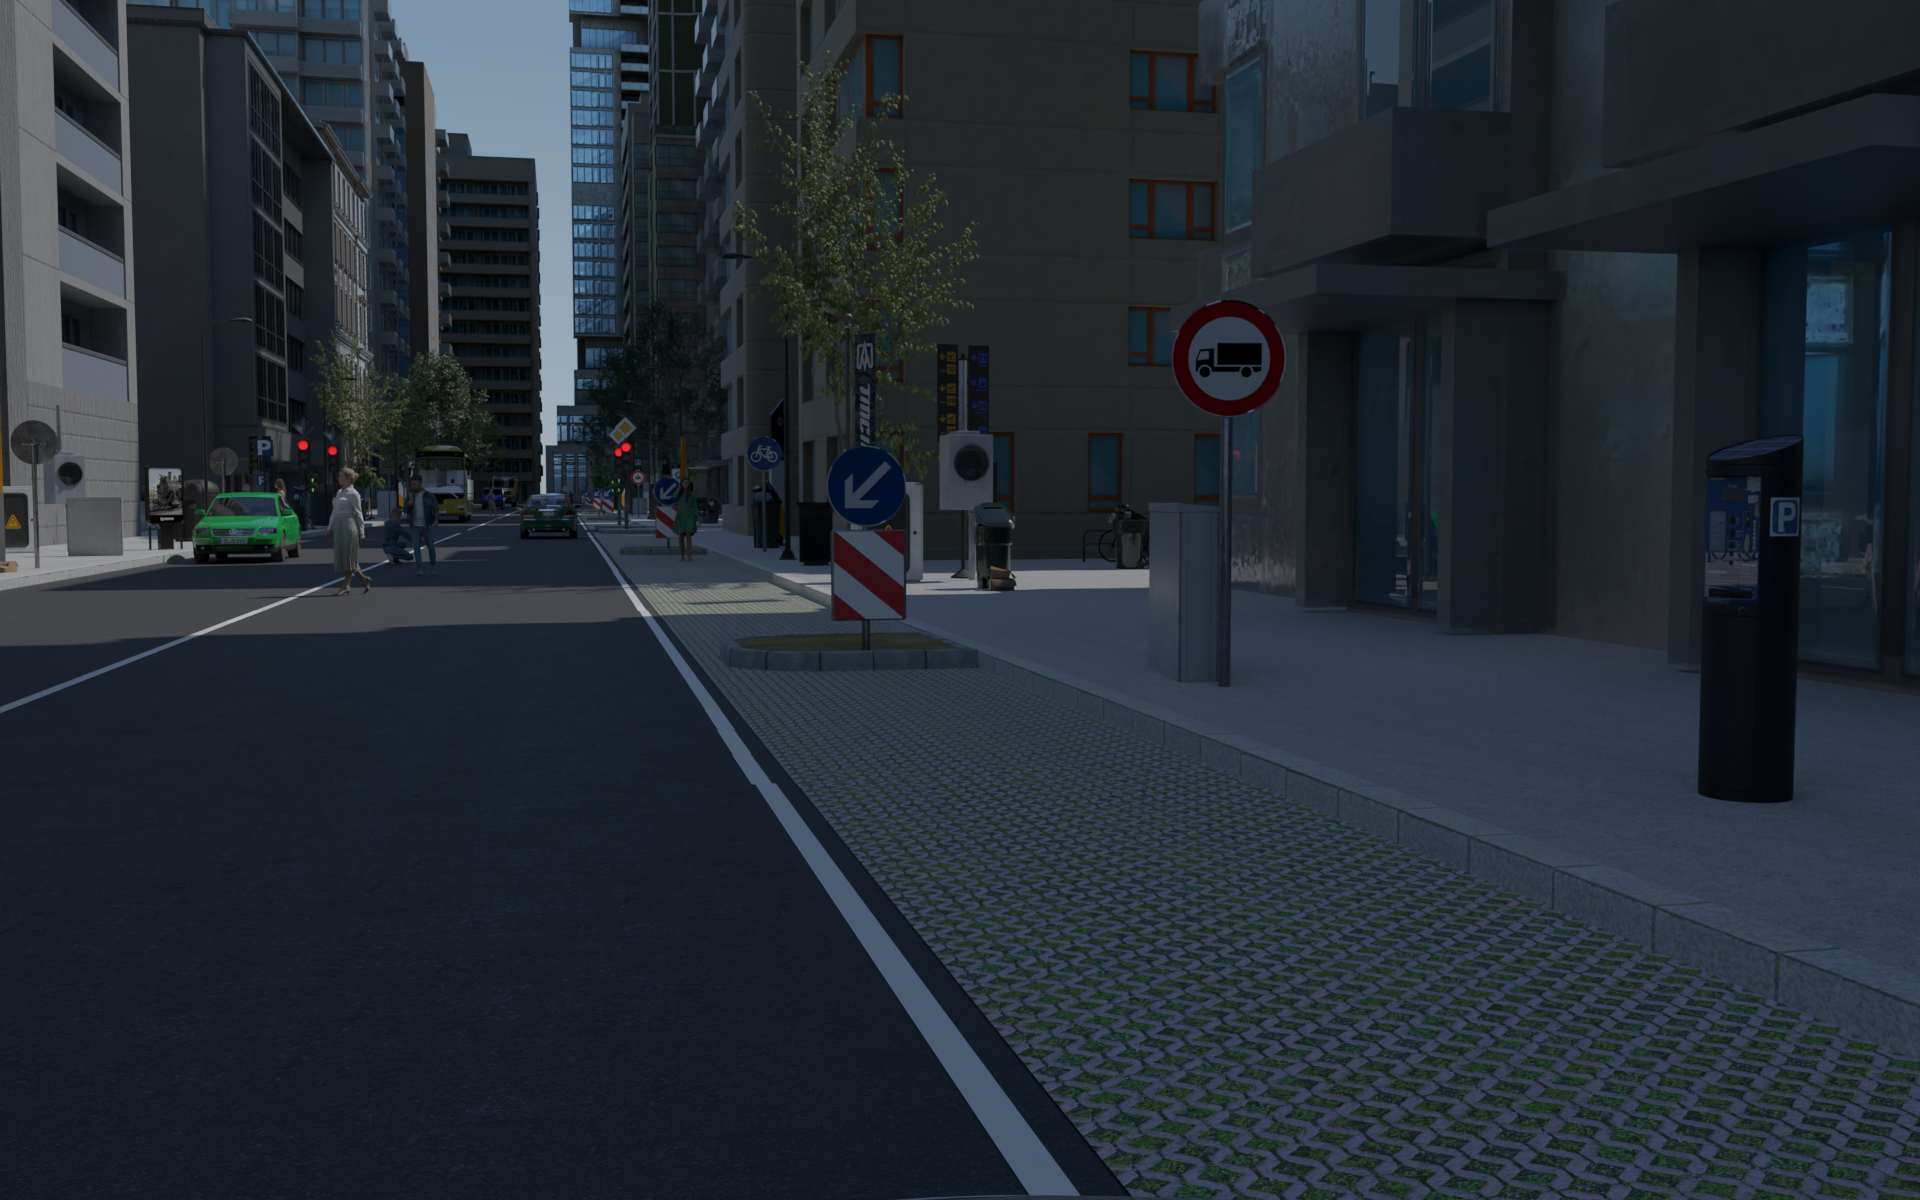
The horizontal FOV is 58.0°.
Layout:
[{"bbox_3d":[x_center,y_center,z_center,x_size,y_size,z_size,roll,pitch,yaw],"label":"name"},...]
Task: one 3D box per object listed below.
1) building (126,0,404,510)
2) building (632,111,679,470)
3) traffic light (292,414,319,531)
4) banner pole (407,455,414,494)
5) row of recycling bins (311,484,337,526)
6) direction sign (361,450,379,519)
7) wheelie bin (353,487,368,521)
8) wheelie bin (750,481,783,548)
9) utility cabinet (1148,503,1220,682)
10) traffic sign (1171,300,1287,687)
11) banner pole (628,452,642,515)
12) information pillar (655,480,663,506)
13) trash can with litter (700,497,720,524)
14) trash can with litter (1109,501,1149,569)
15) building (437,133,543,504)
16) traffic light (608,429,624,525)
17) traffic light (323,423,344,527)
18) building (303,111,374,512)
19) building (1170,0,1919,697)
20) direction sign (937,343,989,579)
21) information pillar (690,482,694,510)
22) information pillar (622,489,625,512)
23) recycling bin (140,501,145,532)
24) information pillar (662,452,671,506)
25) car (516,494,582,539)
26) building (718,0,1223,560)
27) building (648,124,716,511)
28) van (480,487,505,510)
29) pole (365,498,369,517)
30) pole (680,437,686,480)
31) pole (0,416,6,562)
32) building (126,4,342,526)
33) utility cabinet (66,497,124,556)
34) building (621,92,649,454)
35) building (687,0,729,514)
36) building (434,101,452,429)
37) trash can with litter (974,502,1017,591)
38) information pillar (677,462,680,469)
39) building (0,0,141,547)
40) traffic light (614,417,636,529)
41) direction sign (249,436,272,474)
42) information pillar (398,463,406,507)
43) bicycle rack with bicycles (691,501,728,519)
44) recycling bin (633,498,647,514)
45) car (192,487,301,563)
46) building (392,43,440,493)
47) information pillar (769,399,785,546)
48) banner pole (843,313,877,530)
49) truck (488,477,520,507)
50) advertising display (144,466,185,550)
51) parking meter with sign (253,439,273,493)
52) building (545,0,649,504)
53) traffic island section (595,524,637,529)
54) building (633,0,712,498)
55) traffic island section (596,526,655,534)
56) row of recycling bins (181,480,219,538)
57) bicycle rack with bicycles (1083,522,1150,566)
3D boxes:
[{"bbox_3d":[-60.788,-32.576,152.221,23.786,49.044,30.456,-1,4,-13],"label":"building"},{"bbox_3d":[-28.661,-30.955,189.703,14.154,41.232,14.086,-1,4,-13],"label":"building"},{"bbox_3d":[-22.920,-4.387,60.648,0.839,4.253,0.868,-1,4,-13],"label":"traffic light"},{"bbox_3d":[-35.614,-7.472,112.181,0.401,3.779,0.863,1,4,22],"label":"banner pole"},{"bbox_3d":[-25.995,-3.926,71.302,1.069,1.692,3.534,-1,4,-12],"label":"row of recycling bins"},{"bbox_3d":[-30.214,-5.920,88.789,0.876,3.537,0.379,0,3,0],"label":"direction sign"},{"bbox_3d":[-28.428,-4.515,81.723,0.980,1.594,0.693,-1,4,-15],"label":"wheelie bin"},{"bbox_3d":[-4.612,-2.032,41.137,0.693,1.594,0.980,-1,4,-20],"label":"wheelie bin"},{"bbox_3d":[1.586,-0.068,12.281,0.306,1.237,1.020,0,4,-6],"label":"utility cabinet"},{"bbox_3d":[1.763,-0.695,11.467,0.768,2.556,0.104,0,4,-4],"label":"traffic sign"},{"bbox_3d":[-19.412,-6.954,103.718,0.863,3.779,0.401,0,4,6],"label":"banner pole"},{"bbox_3d":[-15.595,-5.212,89.707,0.304,2.012,0.304,-2,4,-25],"label":"information pillar"},{"bbox_3d":[-10.844,-3.867,74.614,1.055,1.170,0.624,3,4,38],"label":"trash can with litter"},{"bbox_3d":[3.128,-1.127,29.822,1.055,1.170,0.624,-1,4,-13],"label":"trash can with litter"},{"bbox_3d":[-68.042,-37.397,235.144,21.600,48.544,21.300,-1,4,-13],"label":"building"},{"bbox_3d":[-13.982,-5.014,70.906,0.839,4.253,0.868,-1,4,-13],"label":"traffic light"},{"bbox_3d":[-24.710,-4.863,68.430,0.839,4.253,0.868,-1,4,-13],"label":"traffic light"},{"bbox_3d":[-44.882,-19.121,109.886,12.463,27.353,25.104,-1,4,-13],"label":"building"},{"bbox_3d":[15.698,-23.998,11.982,23.786,49.044,30.456,-1,4,-13],"label":"building"},{"bbox_3d":[0.047,-2.099,26.316,0.876,3.537,0.379,-2,4,-27],"label":"direction sign"},{"bbox_3d":[-16.299,-6.130,104.719,0.304,2.012,0.304,-3,5,-44],"label":"information pillar"},{"bbox_3d":[-23.930,-8.083,123.509,0.183,3.616,0.504,3,4,37],"label":"information pillar"},{"bbox_3d":[-28.169,-2.826,58.765,0.722,1.027,0.722,0,4,3],"label":"recycling bin"},{"bbox_3d":[-16.241,-6.391,95.840,0.504,3.616,0.183,1,4,17],"label":"information pillar"},{"bbox_3d":[-13.579,-2.777,57.208,2.131,1.459,4.920,-1,4,-13],"label":"car"},{"bbox_3d":[8.288,-12.518,49.709,27.650,21.520,28.899,-1,4,-13],"label":"building"},{"bbox_3d":[-17.689,-22.517,139.847,14.160,30.474,14.107,-1,4,-13],"label":"building"},{"bbox_3d":[-42.739,-9.431,158.576,2.240,2.365,5.245,-1,4,-13],"label":"van"},{"bbox_3d":[-33.749,-6.400,98.490,0.158,3.312,0.155,0,3,0],"label":"pole"},{"bbox_3d":[-9.833,-4.146,61.626,0.158,3.312,0.155,0,3,0],"label":"pole"},{"bbox_3d":[-16.854,-2.228,30.265,0.158,3.312,0.155,0,3,0],"label":"pole"},{"bbox_3d":[-39.120,-16.145,83.042,14.314,24.678,30.058,-1,4,-13],"label":"building"},{"bbox_3d":[-17.938,-1.515,35.930,1.020,1.237,0.306,-1,4,-22],"label":"utility cabinet"},{"bbox_3d":[-29.162,-35.715,207.638,21.300,48.544,21.600,-1,4,-13],"label":"building"},{"bbox_3d":[-5.145,-30.063,111.143,23.786,49.044,30.456,-1,4,-13],"label":"building"},{"bbox_3d":[-73.750,-35.264,196.168,30.456,49.044,23.786,-1,4,-13],"label":"building"},{"bbox_3d":[0.553,-0.731,23.347,0.624,1.170,1.055,-1,4,-13],"label":"trash can with litter"},{"bbox_3d":[-20.590,-8.316,127.322,0.504,3.616,0.183,-3,4,-37],"label":"information pillar"},{"bbox_3d":[-37.499,-30.661,43.299,28.212,58.520,21.231,-1,4,-13],"label":"building"},{"bbox_3d":[-12.192,-4.538,63.123,0.839,4.253,0.868,-1,4,-13],"label":"traffic light"},{"bbox_3d":[-27.343,-4.632,67.726,0.876,3.537,0.379,0,4,2],"label":"direction sign"},{"bbox_3d":[-38.985,-7.936,121.109,0.504,3.616,0.183,-2,4,-27],"label":"information pillar"},{"bbox_3d":[-13.058,-4.660,89.580,2.925,0.926,2.852,2,4,35],"label":"bicycle rack with bicycles"},{"bbox_3d":[-20.320,-5.951,109.856,0.722,1.027,0.722,2,4,27],"label":"recycling bin"},{"bbox_3d":[-15.420,-1.758,37.543,1.959,1.807,4.718,-1,4,-15],"label":"car"},{"bbox_3d":[-60.525,-32.119,175.261,14.600,45.320,14.200,-1,4,-13],"label":"building"},{"bbox_3d":[-4.494,-3.132,42.571,0.183,3.616,0.504,3,4,36],"label":"information pillar"},{"bbox_3d":[-1.404,-2.074,23.923,0.401,3.779,0.863,-3,5,-40],"label":"banner pole"},{"bbox_3d":[-51.433,-12.229,195.869,3.469,3.379,9.791,-1,4,-13],"label":"truck"},{"bbox_3d":[-18.300,-2.119,39.861,0.123,1.923,0.974,2,4,26],"label":"advertising display"},{"bbox_3d":[-22.452,-3.637,55.721,0.543,3.016,1.738,-2,4,-27],"label":"parking meter with sign"},{"bbox_3d":[-41.841,-56.690,239.547,31.000,86.520,22.319,-1,4,-13],"label":"building"},{"bbox_3d":[-13.940,-2.982,71.029,2.009,0.180,2.903,-1,4,-13],"label":"traffic island section"},{"bbox_3d":[-22.118,-44.855,171.636,20.563,71.187,20.611,-1,4,-13],"label":"building"},{"bbox_3d":[-12.150,-2.506,63.246,2.009,0.180,2.903,-1,4,-13],"label":"traffic island section"},{"bbox_3d":[-22.308,-2.656,50.546,1.069,1.692,3.534,-2,4,-30],"label":"row of recycling bins"},{"bbox_3d":[3.746,-1.155,32.260,2.925,0.926,2.852,-2,4,-30],"label":"bicycle rack with bicycles"}]
